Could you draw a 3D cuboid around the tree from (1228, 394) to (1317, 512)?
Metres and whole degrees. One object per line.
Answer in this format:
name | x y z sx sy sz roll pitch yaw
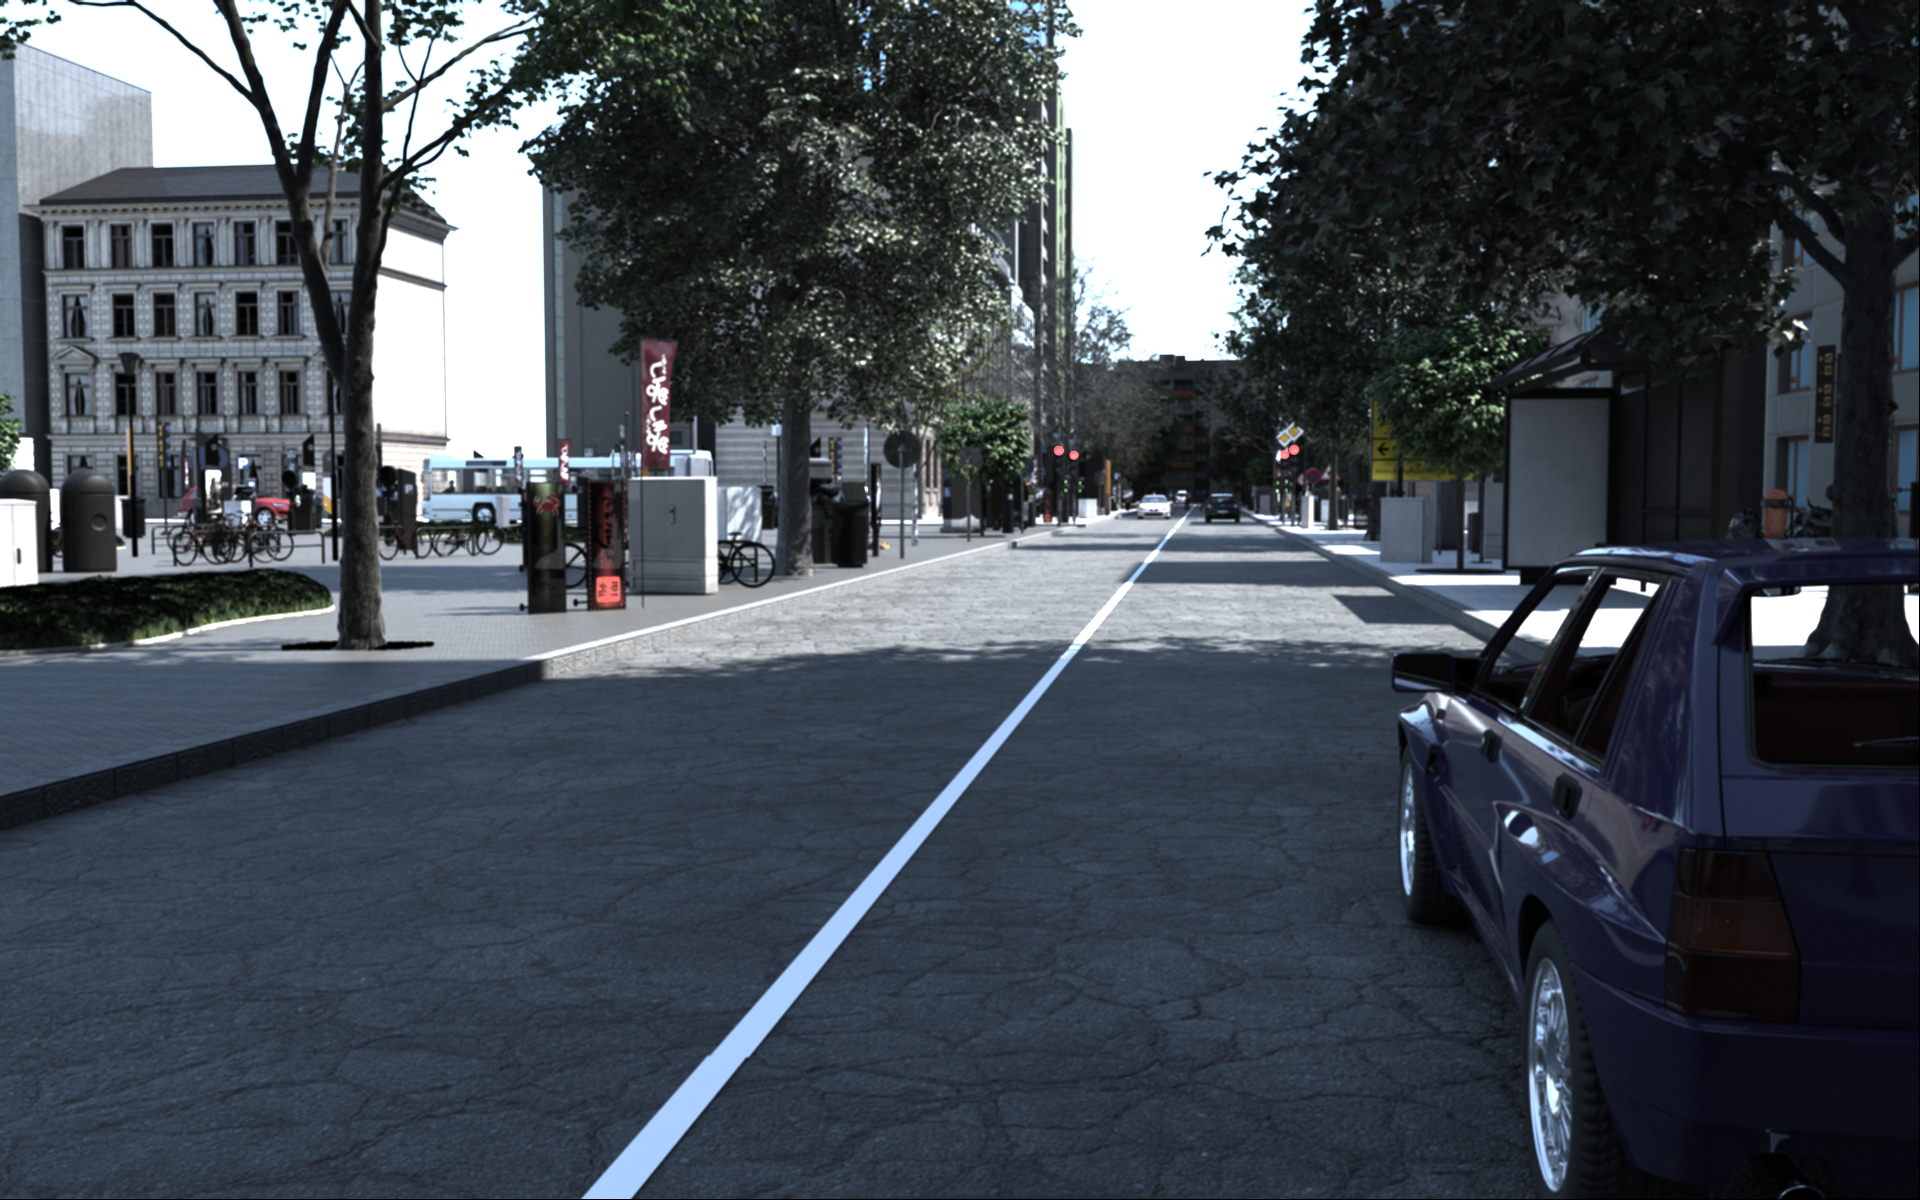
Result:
tree | 22.682 -11.569 123.563 7.601 10.594 8.767 0 4 7

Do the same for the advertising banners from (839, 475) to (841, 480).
advertising banners | -5.594 -5.355 83.747 0.090 3.025 2.074 1 4 14

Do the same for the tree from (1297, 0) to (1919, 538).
tree | 6.444 -5.826 12.255 9.611 12.733 9.660 0 3 0

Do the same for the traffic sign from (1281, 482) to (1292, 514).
traffic sign | 21.269 -6.890 112.653 0.884 2.594 0.081 1 4 14

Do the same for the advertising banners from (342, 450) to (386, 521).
advertising banners | -23.521 -4.449 68.922 2.074 3.025 0.090 0 4 -1

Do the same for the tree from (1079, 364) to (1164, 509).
tree | 14.149 -14.113 148.877 7.486 12.596 7.792 0 3 0

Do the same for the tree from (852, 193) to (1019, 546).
tree | -0.996 -5.638 42.542 4.737 8.622 4.395 0 3 0

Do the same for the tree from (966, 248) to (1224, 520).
tree | 5.413 -10.736 85.904 12.009 13.543 11.850 0 3 0

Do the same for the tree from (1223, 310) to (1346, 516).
tree | 18.500 -11.656 100.939 12.009 13.543 11.850 0 3 0

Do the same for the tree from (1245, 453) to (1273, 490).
tree | 23.203 -9.022 131.219 4.285 4.588 4.351 0 3 0

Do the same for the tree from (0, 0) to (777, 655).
tree | -5.078 -5.392 13.922 9.928 11.665 9.643 0 3 0

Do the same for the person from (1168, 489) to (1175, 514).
person | 15.017 -6.986 123.273 0.519 1.759 0.362 1 4 16

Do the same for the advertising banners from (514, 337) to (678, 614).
advertising banners | -3.929 -1.398 19.046 0.090 3.025 2.074 3 5 44

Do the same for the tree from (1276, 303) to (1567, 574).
tree | 8.286 -2.731 28.361 4.285 4.588 4.351 0 3 0

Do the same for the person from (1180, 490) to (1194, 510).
person | 20.277 -8.942 154.691 1.348 1.826 0.705 -1 4 -17

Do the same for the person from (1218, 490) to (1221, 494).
person | 24.462 -9.458 163.152 0.705 1.823 1.348 1 4 19

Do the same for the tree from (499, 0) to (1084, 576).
tree | -2.673 -7.365 27.073 9.857 13.997 8.962 0 3 0

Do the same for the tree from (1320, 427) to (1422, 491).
tree | 22.074 -8.703 92.650 4.737 8.622 4.395 0 3 0

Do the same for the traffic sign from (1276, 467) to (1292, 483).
traffic sign | 14.707 -4.796 78.517 0.768 2.556 0.104 1 4 17

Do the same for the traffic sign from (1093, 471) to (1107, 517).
traffic sign | 7.773 -5.889 96.393 0.768 2.556 0.104 1 4 14

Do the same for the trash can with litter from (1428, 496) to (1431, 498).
trash can with litter | 22.431 -4.374 82.575 1.678 1.210 2.233 -3 5 -42

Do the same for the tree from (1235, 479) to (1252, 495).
tree | 24.448 -9.200 145.019 1.663 3.219 1.824 0 3 0

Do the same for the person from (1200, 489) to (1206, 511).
person | 20.128 -8.212 142.539 0.755 1.850 0.659 0 4 8

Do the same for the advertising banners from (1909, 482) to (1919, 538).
advertising banners | 12.421 -1.593 22.227 0.090 3.025 2.074 -2 4 -28

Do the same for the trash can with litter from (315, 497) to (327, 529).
trash can with litter | -23.726 -3.194 63.614 0.624 1.170 1.055 0 3 0

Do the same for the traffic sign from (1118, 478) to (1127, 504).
traffic sign | 12.675 -8.258 135.122 0.768 2.556 0.104 1 4 9

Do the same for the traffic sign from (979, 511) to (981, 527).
traffic sign | 0.657 -3.561 58.334 0.768 2.556 0.104 1 4 11

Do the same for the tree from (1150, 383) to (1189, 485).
tree | 20.339 -17.469 192.267 9.857 13.997 8.962 0 3 0

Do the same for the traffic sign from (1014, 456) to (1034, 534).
traffic sign | 2.024 -3.427 56.138 0.768 2.556 0.104 1 4 10

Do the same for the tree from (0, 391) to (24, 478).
tree | -26.295 -3.784 45.576 4.285 4.588 4.351 0 3 0

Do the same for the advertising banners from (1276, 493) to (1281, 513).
advertising banners | 21.649 -7.369 116.674 0.090 3.025 2.074 -2 4 -27

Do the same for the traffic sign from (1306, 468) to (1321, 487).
traffic sign | 17.030 -5.105 83.568 0.768 2.556 0.104 1 4 13

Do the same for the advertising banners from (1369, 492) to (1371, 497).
advertising banners | 25.141 -6.691 105.589 0.090 3.025 2.074 0 4 6

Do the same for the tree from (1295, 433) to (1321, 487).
tree | 24.783 -10.030 114.346 4.737 8.622 4.395 0 3 0

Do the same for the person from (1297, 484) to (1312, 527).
person | 14.093 -3.810 70.764 0.622 1.834 0.822 0 4 -7

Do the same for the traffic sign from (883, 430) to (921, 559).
traffic sign | -1.151 -2.095 34.366 0.768 2.556 0.104 1 4 10

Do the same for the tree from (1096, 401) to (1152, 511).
tree | 12.068 -10.890 128.419 4.360 8.622 3.978 0 3 0

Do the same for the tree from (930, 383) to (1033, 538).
tree | 0.708 -4.162 51.770 4.285 4.588 4.351 0 3 0

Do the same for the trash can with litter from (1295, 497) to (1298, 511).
trash can with litter | 24.921 -7.141 128.149 1.055 1.170 0.624 -2 4 -27

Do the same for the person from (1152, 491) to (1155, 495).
person | 25.778 -13.669 231.858 0.599 1.838 0.709 -1 4 -18

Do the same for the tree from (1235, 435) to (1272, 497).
tree | 27.997 -13.151 165.374 4.360 8.622 3.978 0 3 0

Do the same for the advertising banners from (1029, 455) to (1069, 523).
advertising banners | 3.949 -4.969 77.433 2.074 3.025 0.090 2 4 34

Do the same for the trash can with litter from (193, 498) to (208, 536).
trash can with litter | -22.820 -2.511 52.442 0.624 1.170 1.055 -3 4 -38

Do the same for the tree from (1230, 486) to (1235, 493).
tree | 34.124 -13.426 214.120 1.663 3.219 1.824 0 3 0

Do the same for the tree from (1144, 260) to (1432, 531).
tree | 12.882 -8.225 60.236 9.928 11.665 9.643 0 3 0

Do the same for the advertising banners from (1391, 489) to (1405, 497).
advertising banners | 13.445 -3.536 54.000 0.090 3.025 2.074 3 4 36

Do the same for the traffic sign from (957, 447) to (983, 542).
traffic sign | 0.236 -2.846 46.645 0.768 2.556 0.104 1 4 15

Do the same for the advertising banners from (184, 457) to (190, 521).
advertising banners | -37.075 -5.350 83.657 0.090 3.025 2.074 0 4 -5

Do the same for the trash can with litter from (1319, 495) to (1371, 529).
trash can with litter | 14.629 -3.351 65.840 1.678 1.210 2.233 0 4 1

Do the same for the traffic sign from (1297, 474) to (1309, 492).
traffic sign | 21.338 -6.581 107.703 0.768 2.556 0.104 1 4 16
